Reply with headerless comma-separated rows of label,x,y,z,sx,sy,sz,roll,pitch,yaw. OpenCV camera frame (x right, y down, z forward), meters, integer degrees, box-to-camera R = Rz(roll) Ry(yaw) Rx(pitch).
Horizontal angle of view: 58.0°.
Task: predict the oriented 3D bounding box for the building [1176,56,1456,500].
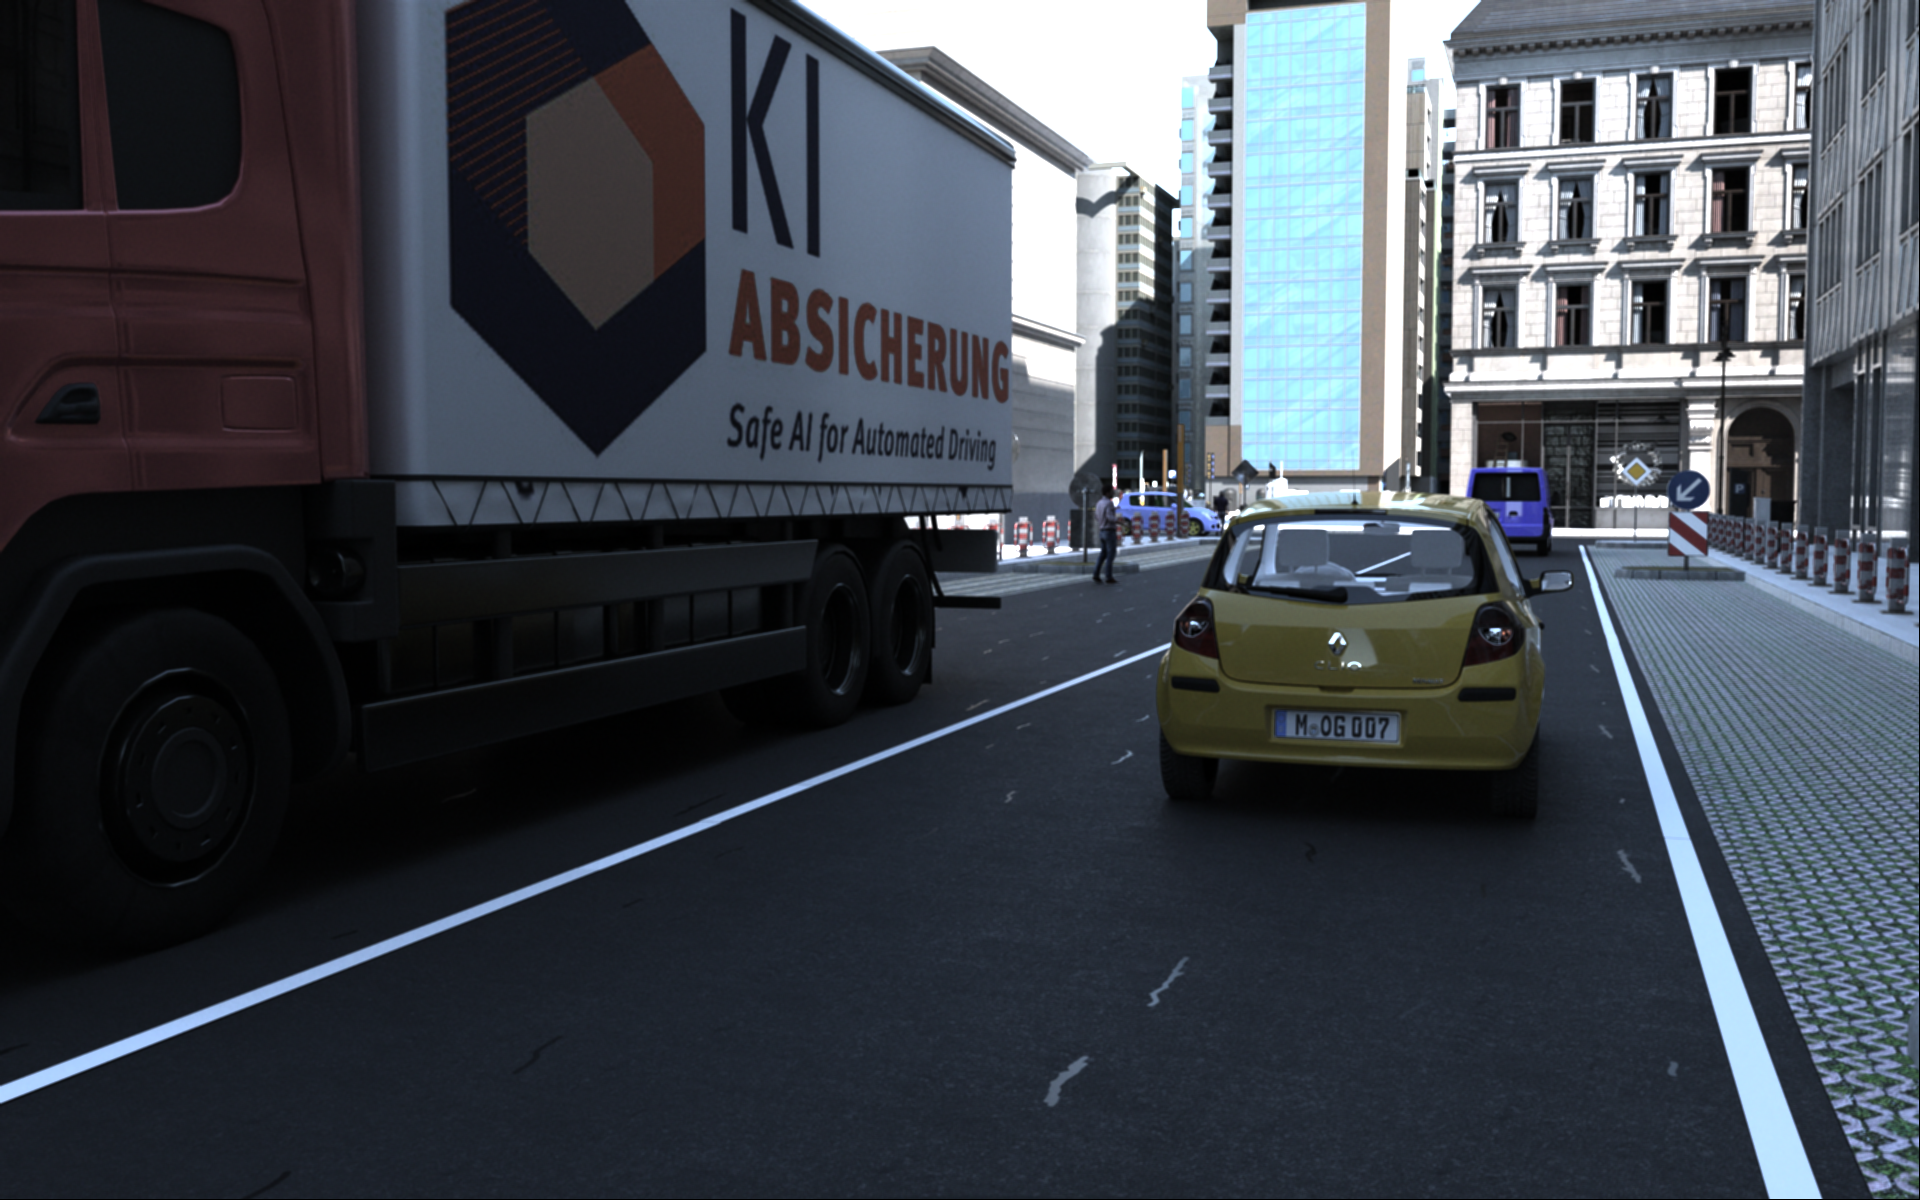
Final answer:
building,39.343,-35.110,193.652,30.456,49.044,23.786,1,4,19

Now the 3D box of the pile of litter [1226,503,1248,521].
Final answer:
pile of litter,13.262,-4.189,82.454,1.176,0.858,1.719,3,4,37

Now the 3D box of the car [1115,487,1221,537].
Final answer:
car,6.967,-2.995,58.558,3.694,1.707,1.945,1,4,19

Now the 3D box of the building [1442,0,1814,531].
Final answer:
building,20.787,-13.238,67.344,40.483,20.767,10.553,1,4,19

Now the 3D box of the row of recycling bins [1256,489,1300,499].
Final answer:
row of recycling bins,24.749,-7.788,134.448,3.534,1.692,1.069,1,4,17

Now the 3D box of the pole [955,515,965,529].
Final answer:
pole,0.005,-2.640,37.009,0.158,3.312,0.155,0,3,0

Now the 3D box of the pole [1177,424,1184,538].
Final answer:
pole,6.449,-3.473,50.627,0.158,3.312,0.155,0,3,0

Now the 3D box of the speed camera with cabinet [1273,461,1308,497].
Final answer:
speed camera with cabinet,19.905,-6.728,104.339,2.038,3.252,0.660,-1,4,-14

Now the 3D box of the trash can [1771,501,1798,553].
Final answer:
trash can,17.957,-1.611,37.988,0.748,1.137,0.748,0,3,0

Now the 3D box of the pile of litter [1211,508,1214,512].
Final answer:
pile of litter,15.990,-5.556,104.798,1.176,0.858,1.719,1,4,10

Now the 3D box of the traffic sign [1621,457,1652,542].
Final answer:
traffic sign,18.099,-2.614,46.389,0.795,2.450,0.064,1,4,19

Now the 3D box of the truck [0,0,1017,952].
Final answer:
truck,-2.474,-1.227,8.977,2.839,4.237,11.283,1,4,18

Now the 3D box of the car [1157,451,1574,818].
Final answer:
car,2.223,0.059,9.261,2.015,1.641,3.980,1,4,18

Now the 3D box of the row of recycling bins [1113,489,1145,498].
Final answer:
row of recycling bins,13.842,-8.042,138.596,3.534,1.692,1.069,2,4,33

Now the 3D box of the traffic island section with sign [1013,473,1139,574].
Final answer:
traffic island section with sign,2.216,-1.416,31.787,1.989,1.847,2.006,1,4,19

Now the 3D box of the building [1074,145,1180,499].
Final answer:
building,11.517,-30.972,198.272,23.993,40.220,32.217,1,4,19

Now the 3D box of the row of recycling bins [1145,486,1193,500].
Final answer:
row of recycling bins,16.471,-7.807,134.753,3.534,1.692,1.069,1,4,22

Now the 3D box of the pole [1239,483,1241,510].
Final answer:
pole,21.410,-8.451,132.018,0.158,3.312,0.155,0,3,0

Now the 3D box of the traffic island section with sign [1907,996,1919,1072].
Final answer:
traffic island section with sign,3.215,0.305,3.635,1.989,1.847,2.006,1,4,19

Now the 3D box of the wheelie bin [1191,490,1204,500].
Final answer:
wheelie bin,17.553,-7.342,127.947,0.980,1.594,0.693,1,4,14

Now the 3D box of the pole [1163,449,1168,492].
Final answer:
pole,9.373,-5.219,79.173,0.158,3.312,0.155,0,3,0

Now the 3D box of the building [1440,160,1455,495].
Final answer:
building,63.940,-35.018,227.168,28.867,44.769,22.147,1,4,19

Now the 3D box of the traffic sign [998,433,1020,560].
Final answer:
traffic sign,0.791,-2.062,33.818,0.768,2.556,0.104,2,4,24

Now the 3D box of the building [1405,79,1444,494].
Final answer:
building,38.862,-29.633,168.097,14.154,41.232,14.086,1,4,19

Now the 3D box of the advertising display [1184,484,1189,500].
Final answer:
advertising display,14.983,-6.736,115.346,0.123,1.923,0.974,-1,4,-17

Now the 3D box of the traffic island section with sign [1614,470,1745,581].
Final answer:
traffic island section with sign,12.243,-1.278,29.531,1.989,1.847,2.006,1,4,19

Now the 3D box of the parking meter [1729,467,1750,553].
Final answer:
parking meter,17.002,-1.963,37.801,0.399,1.863,0.255,1,4,19

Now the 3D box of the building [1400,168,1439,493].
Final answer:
building,34.867,-23.438,154.915,14.160,30.474,14.107,1,4,19

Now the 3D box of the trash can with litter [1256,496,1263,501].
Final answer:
trash can with litter,23.049,-7.414,132.613,0.624,1.170,1.055,-1,4,-12

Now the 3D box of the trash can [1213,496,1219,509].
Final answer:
trash can,19.487,-7.310,131.167,0.748,1.137,0.748,0,3,0

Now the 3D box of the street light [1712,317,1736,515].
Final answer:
street light,19.927,-4.434,45.287,0.468,5.910,1.993,1,4,19

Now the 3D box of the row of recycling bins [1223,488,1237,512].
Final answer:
row of recycling bins,19.414,-7.189,124.656,1.069,1.692,3.534,1,4,11

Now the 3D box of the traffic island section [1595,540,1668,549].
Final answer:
traffic island section,18.124,-1.479,46.458,2.009,0.180,2.903,1,4,19

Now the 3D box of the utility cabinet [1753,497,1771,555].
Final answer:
utility cabinet,17.095,-1.575,36.917,0.306,1.237,1.020,1,4,21

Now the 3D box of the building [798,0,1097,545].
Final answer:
building,-9.134,-15.866,46.798,23.554,28.519,14.401,1,4,19

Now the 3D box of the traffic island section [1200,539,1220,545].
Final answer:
traffic island section,8.171,-1.691,49.922,2.009,0.180,2.903,1,4,19

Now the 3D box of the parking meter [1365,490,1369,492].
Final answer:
parking meter,27.462,-6.642,117.008,0.372,1.533,0.369,0,3,0

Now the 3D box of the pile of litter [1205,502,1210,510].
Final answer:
pile of litter,14.335,-5.599,105.506,1.176,0.858,1.719,-1,4,-20

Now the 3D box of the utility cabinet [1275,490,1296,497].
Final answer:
utility cabinet,18.253,-5.413,97.187,1.173,1.500,0.318,1,4,9

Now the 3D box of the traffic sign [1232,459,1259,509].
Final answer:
traffic sign,8.195,-2.826,49.853,0.795,2.450,0.064,1,4,19

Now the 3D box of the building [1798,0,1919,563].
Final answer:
building,23.927,-13.112,32.409,12.078,24.808,19.932,1,4,19

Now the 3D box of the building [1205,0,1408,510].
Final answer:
building,28.601,-30.065,141.681,14.600,45.320,14.200,1,4,19
